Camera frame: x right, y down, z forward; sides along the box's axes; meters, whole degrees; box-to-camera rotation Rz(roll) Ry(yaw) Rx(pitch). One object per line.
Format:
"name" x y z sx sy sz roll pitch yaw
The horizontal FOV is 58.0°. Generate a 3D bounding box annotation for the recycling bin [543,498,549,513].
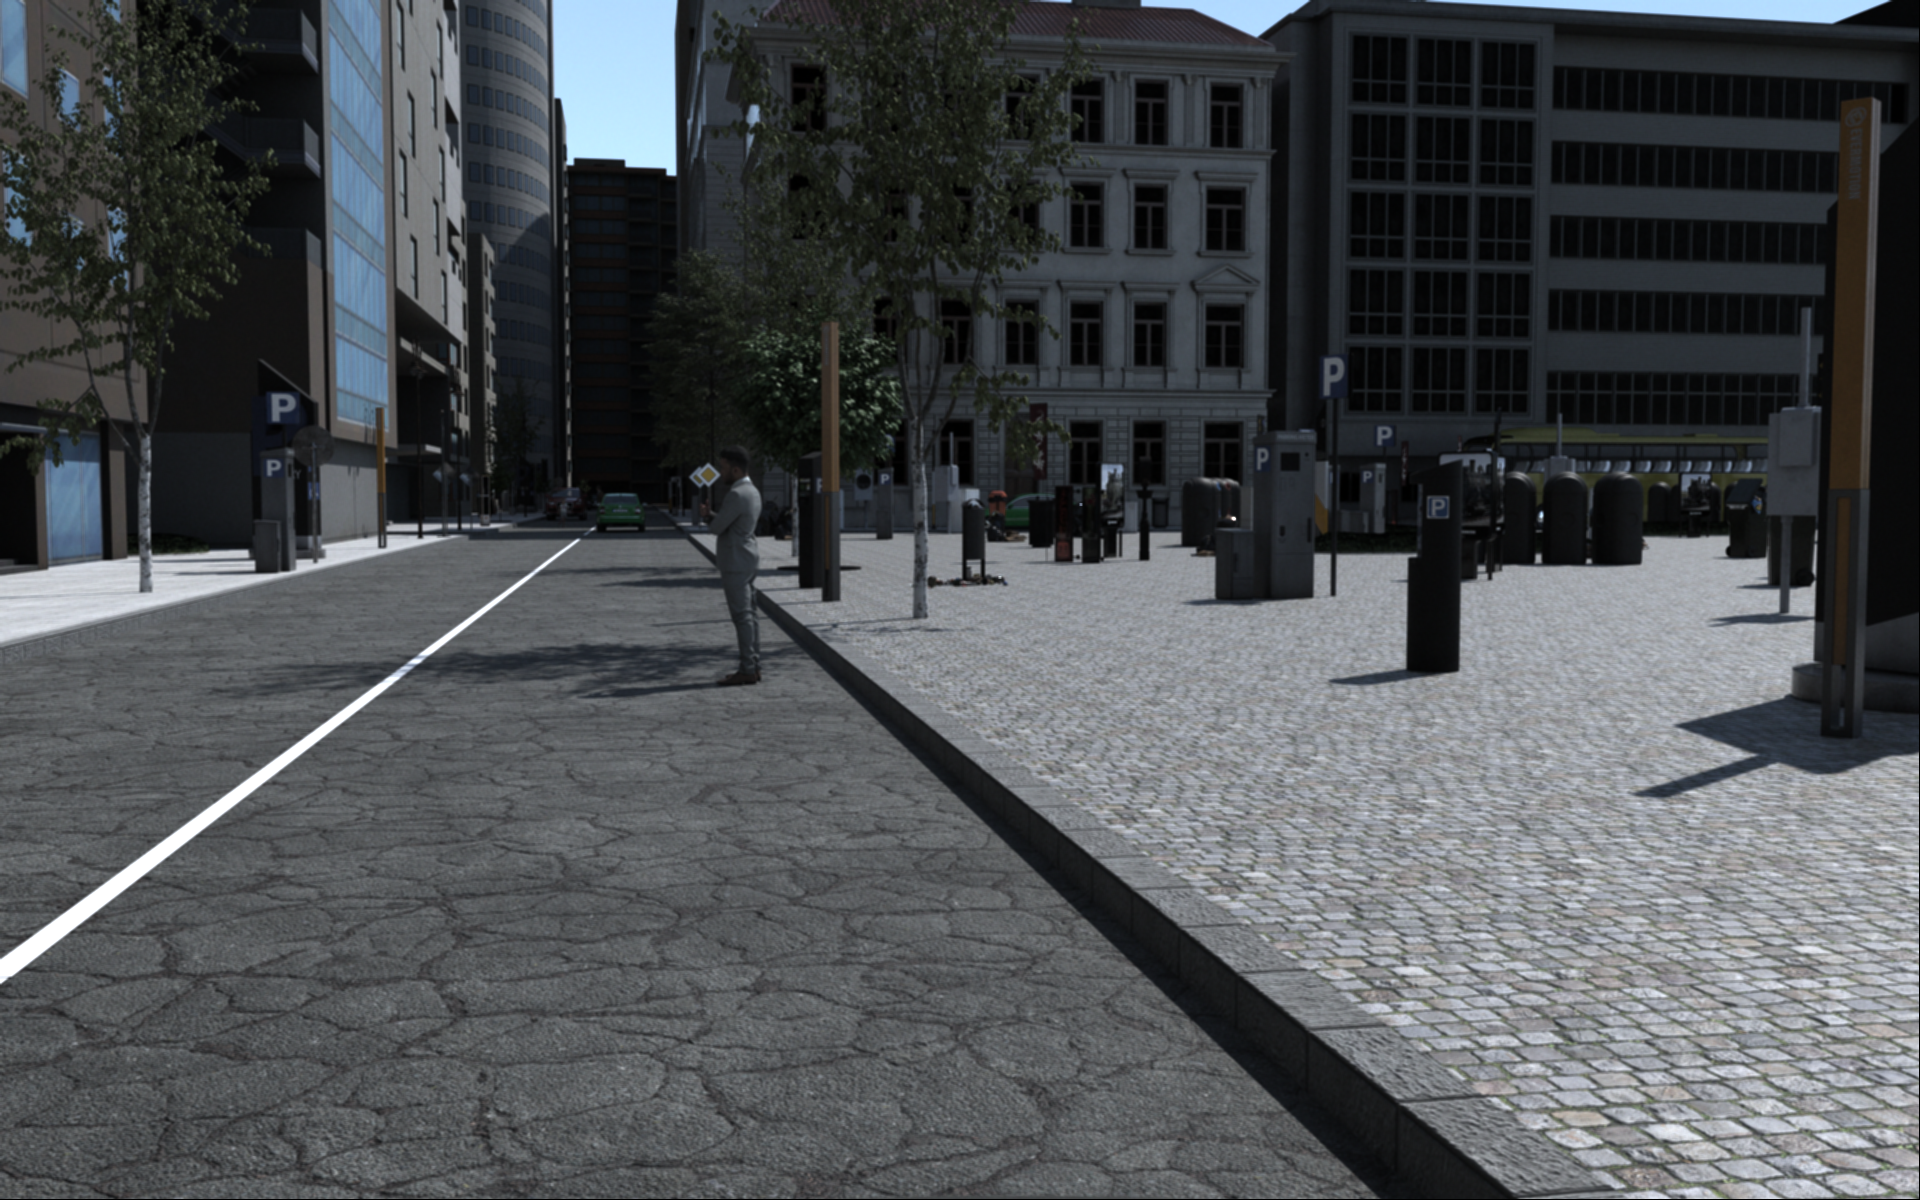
"recycling bin" -28.346 -6.544 119.545 0.722 1.027 0.722 0 4 6

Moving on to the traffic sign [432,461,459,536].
"traffic sign" -15.809 -3.037 53.295 0.795 2.450 0.064 -1 4 -10

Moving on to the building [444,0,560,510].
"building" -45.471 -36.939 145.947 21.231 58.520 28.212 -1 4 -10

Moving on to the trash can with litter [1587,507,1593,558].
"trash can with litter" 12.866 -1.432 34.808 1.055 1.170 0.624 -3 5 -40

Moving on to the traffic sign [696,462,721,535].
"traffic sign" -7.944 -3.124 54.726 0.795 2.450 0.064 -1 4 -10

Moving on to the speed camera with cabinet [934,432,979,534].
"speed camera with cabinet" -0.102 -3.785 56.221 0.660 3.252 2.038 2 4 30

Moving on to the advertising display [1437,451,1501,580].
"advertising display" 7.623 -1.277 26.090 0.123 1.923 0.974 -3 5 -41

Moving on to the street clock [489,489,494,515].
"street clock" -29.214 -6.321 107.921 0.358 2.002 0.471 -3 5 -41

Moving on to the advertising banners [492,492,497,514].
"advertising banners" -29.477 -6.941 109.674 0.090 3.025 2.074 -2 4 -25

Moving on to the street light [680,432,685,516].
"street light" -16.052 -7.805 100.404 0.468 5.910 1.993 -1 4 -10

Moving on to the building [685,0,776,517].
"building" -10.192 -19.896 102.796 11.434 29.767 29.804 -1 4 -10

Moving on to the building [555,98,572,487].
"building" -55.308 -34.959 195.285 21.600 48.544 21.300 -1 4 -10

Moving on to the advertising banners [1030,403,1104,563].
"advertising banners" 1.989 -2.237 32.755 0.090 3.025 2.074 -3 4 -38

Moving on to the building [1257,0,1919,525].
"building" 26.703 -15.768 76.878 30.058 24.678 14.314 -1 4 -10

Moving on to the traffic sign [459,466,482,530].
"traffic sign" -17.263 -3.517 61.147 0.795 2.450 0.064 -1 4 -10

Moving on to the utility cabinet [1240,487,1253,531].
"utility cabinet" 8.880 -2.784 54.201 0.318 1.500 1.173 -2 4 -26

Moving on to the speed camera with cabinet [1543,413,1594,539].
"speed camera with cabinet" 15.409 -2.942 42.441 2.038 3.252 0.660 2 4 27

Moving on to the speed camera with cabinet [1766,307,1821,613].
"speed camera with cabinet" 9.527 -1.449 18.020 0.660 3.252 2.038 -3 4 -36

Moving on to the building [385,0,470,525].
"building" -35.586 -29.458 70.876 28.713 52.752 27.495 -1 4 -10

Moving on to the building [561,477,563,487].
"building" -56.183 -29.313 171.147 32.217 40.220 23.993 -1 4 -10

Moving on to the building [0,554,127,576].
"building" -21.812 -22.951 25.366 14.600 45.320 14.200 -1 4 -10

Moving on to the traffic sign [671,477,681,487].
"traffic sign" -16.850 -6.164 102.915 0.606 2.300 0.079 0 4 -2

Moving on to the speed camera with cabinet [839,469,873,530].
"speed camera with cabinet" -4.212 -4.186 62.782 2.038 3.252 0.660 -1 4 -11

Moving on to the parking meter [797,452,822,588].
"parking meter" -2.010 -1.097 23.653 0.255 1.863 0.399 2 4 33

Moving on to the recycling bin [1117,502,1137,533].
"recycling bin" 5.453 -2.709 56.846 0.722 1.027 0.722 0 4 6

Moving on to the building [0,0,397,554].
"building" -23.381 -24.157 45.075 14.200 45.320 14.600 -1 4 -10

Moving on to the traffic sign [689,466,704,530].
"traffic sign" -9.399 -3.605 62.578 0.795 2.450 0.064 -1 4 -10

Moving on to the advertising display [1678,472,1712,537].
"advertising display" 21.826 -2.829 51.461 0.974 1.923 0.123 0 4 -5

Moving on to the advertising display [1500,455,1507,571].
"advertising display" 8.786 -1.421 28.442 0.123 1.923 0.974 2 4 30

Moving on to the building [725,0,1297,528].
"building" 1.433 -14.323 70.344 21.152 22.565 11.583 -1 4 -10

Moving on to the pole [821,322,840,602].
"pole" -1.543 -1.639 20.647 0.158 3.312 0.155 0 3 0

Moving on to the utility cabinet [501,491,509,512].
"utility cabinet" -32.251 -7.034 123.685 0.318 1.500 1.173 1 4 21

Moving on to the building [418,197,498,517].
"building" -44.124 -16.022 106.995 27.650 21.520 28.899 -1 4 -10

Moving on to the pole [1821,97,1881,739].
"pole" 4.671 -0.932 9.079 0.158 3.312 0.155 0 3 0

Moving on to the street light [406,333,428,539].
"street light" -15.593 -4.715 49.879 0.468 5.910 1.993 -1 4 -10

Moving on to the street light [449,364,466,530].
"street light" -17.823 -5.427 61.515 0.468 5.910 1.993 -1 4 -10

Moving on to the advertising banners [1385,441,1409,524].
"advertising banners" 14.558 -3.783 58.040 0.090 3.025 2.074 -1 4 -10

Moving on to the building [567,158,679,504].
"building" -47.974 -35.114 228.744 28.867 44.769 22.147 -1 4 -10

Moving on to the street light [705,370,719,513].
"street light" -9.196 -5.602 64.385 0.468 5.910 1.993 -1 4 -10

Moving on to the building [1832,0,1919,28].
"building" 49.383 -15.338 80.454 15.834 23.373 12.332 -1 4 -10

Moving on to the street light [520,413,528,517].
"street light" -24.313 -7.581 96.742 0.468 5.910 1.993 -1 4 -10

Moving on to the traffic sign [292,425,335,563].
"traffic sign" -11.992 -1.960 32.151 0.768 2.556 0.104 -1 4 -9

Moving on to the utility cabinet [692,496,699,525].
"utility cabinet" -10.975 -3.707 71.771 0.306 1.237 1.020 -1 4 -9

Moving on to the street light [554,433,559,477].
"street light" -30.722 -9.725 131.786 0.468 5.910 1.993 -1 4 -10

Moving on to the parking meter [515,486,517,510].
"parking meter" -32.886 -7.460 127.677 0.255 1.863 0.399 0 4 6

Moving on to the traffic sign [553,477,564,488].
"traffic sign" -30.115 -7.942 129.960 0.768 2.556 0.104 -1 4 -8

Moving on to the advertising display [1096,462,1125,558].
"advertising display" 3.033 -1.820 34.971 0.123 1.923 0.974 2 4 35

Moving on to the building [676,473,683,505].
"building" -23.263 -46.628 200.614 20.563 71.187 20.611 -1 4 -10

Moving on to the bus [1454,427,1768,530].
"bus" 24.416 -4.480 64.795 12.252 3.916 2.896 -1 4 -9

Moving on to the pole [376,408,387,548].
"pole" -13.709 -2.885 41.021 0.158 3.312 0.155 0 3 0

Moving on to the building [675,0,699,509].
"building" -17.982 -30.807 153.797 14.600 45.320 14.200 -1 4 -10

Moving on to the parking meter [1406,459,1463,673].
"parking meter" 3.443 -0.254 12.567 0.372 1.533 0.369 0 3 0

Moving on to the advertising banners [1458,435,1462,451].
"advertising banners" 15.269 -3.440 52.435 0.090 3.025 2.074 2 4 28

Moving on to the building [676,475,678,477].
"building" -16.916 -34.063 176.544 23.786 49.044 30.456 -1 4 -10

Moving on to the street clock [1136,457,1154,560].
"street clock" 3.573 -1.770 33.511 0.358 2.002 0.471 0 4 3
